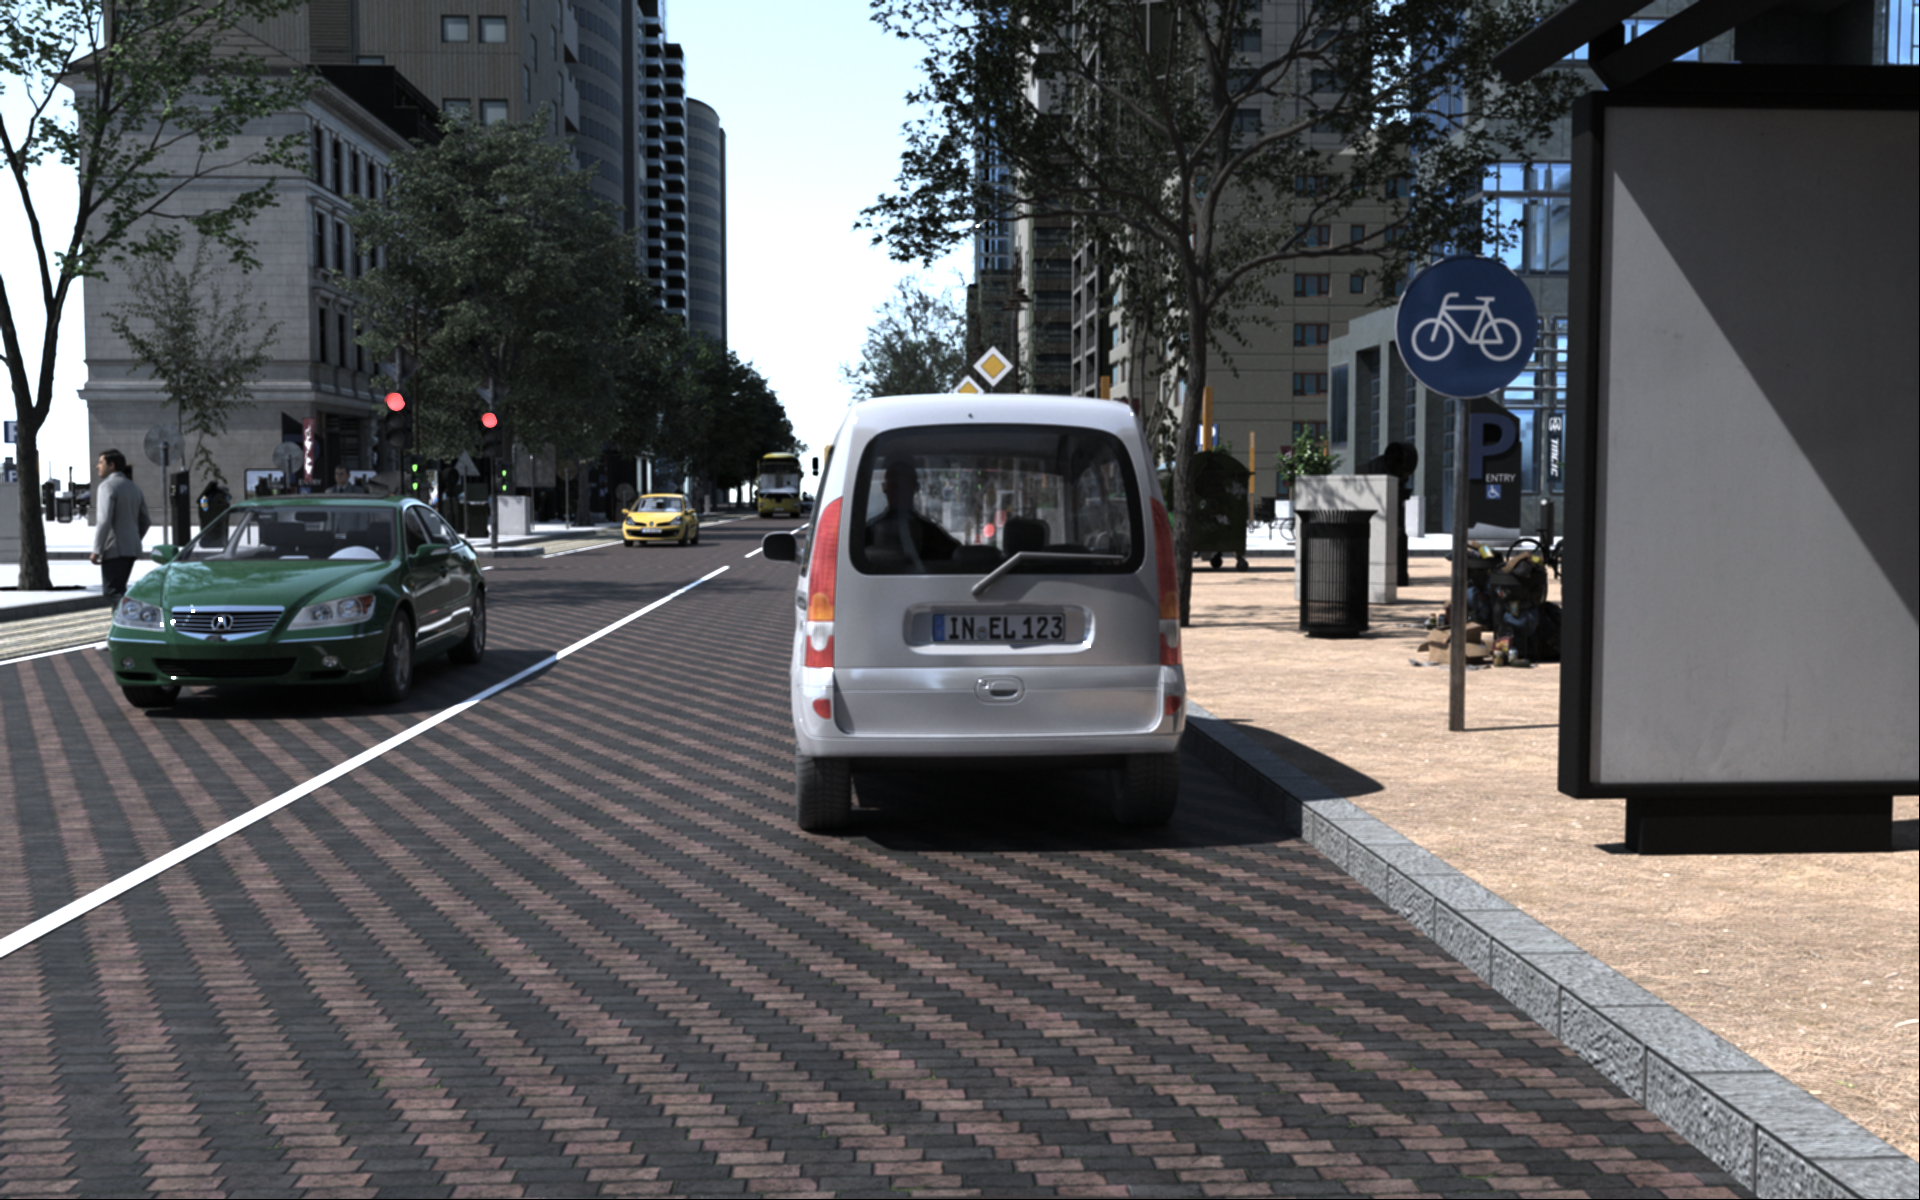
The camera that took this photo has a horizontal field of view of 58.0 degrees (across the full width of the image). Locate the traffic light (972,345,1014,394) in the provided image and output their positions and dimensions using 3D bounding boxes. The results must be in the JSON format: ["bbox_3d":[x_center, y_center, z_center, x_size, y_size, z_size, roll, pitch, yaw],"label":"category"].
[{"bbox_3d":[0.606,-2.687,32.850,0.839,4.253,0.868,0,4,-3],"label":"traffic light"}]

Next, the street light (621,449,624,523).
[{"bbox_3d":[-14.890,-6.337,76.393,0.468,5.910,1.993,0,4,-3],"label":"street light"}]

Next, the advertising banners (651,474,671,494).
[{"bbox_3d":[-17.738,-6.480,102.139,0.090,3.025,2.074,2,4,30],"label":"advertising banners"}]

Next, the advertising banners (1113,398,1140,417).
[{"bbox_3d":[2.277,-2.165,31.590,2.074,3.025,0.090,0,4,-1],"label":"advertising banners"}]

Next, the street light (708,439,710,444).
[{"bbox_3d":[-17.103,-8.813,116.886,0.468,5.910,1.993,0,4,-3],"label":"street light"}]

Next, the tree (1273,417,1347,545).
[{"bbox_3d":[8.626,-2.995,43.570,1.663,3.219,1.824,0,3,0],"label":"tree"}]

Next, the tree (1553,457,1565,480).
[{"bbox_3d":[16.578,-3.102,45.324,1.663,3.219,1.824,0,3,0],"label":"tree"}]

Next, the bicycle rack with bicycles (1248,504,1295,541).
[{"bbox_3d":[9.857,-2.062,47.101,2.925,0.926,2.852,-1,4,-16],"label":"bicycle rack with bicycles"}]

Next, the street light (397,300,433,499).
[{"bbox_3d":[-12.965,-4.194,41.358,0.468,5.910,1.993,0,4,-3],"label":"street light"}]

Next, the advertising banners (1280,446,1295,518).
[{"bbox_3d":[12.618,-4.074,62.792,2.074,3.025,0.090,0,4,-2],"label":"advertising banners"}]

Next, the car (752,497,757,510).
[{"bbox_3d":[-16.308,-8.308,144.624,1.959,1.807,4.718,0,4,-2],"label":"car"}]

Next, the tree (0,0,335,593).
[{"bbox_3d":[-12.352,-5.942,22.904,9.928,11.665,9.643,0,3,0],"label":"tree"}]

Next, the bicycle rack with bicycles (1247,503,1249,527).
[{"bbox_3d":[10.591,-3.151,64.894,2.925,0.926,2.852,-1,4,-22],"label":"bicycle rack with bicycles"}]

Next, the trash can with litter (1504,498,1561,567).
[{"bbox_3d":[10.612,-1.251,31.516,1.678,1.210,2.233,1,4,13],"label":"trash can with litter"}]

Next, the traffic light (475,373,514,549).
[{"bbox_3d":[-10.822,-3.137,40.211,0.839,4.253,0.868,0,4,-3],"label":"traffic light"}]

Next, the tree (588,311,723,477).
[{"bbox_3d":[-17.074,-10.372,95.339,9.928,11.665,9.643,0,3,0],"label":"tree"}]

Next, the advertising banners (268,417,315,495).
[{"bbox_3d":[-15.454,-2.684,40.079,2.074,3.025,0.090,3,5,40],"label":"advertising banners"}]

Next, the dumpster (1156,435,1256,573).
[{"bbox_3d":[4.041,-1.623,29.027,1.502,2.255,1.985,0,4,-3],"label":"dumpster"}]

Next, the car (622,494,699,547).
[{"bbox_3d":[-8.309,-2.325,48.242,2.015,1.641,3.980,0,4,-2],"label":"car"}]

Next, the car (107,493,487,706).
[{"bbox_3d":[-4.869,-0.092,13.306,2.131,1.459,4.920,0,4,-5],"label":"car"}]

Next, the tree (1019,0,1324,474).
[{"bbox_3d":[2.804,-4.512,24.138,4.360,8.622,3.978,0,3,0],"label":"tree"}]

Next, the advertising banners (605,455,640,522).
[{"bbox_3d":[-15.462,-5.034,78.493,2.074,3.025,0.090,-2,4,-35],"label":"advertising banners"}]

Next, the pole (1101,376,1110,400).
[{"bbox_3d":[2.516,-2.216,30.076,0.158,3.312,0.155,0,3,0],"label":"pole"}]

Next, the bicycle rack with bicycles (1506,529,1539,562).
[{"bbox_3d":[9.505,-0.728,25.280,2.925,0.926,2.852,1,4,17],"label":"bicycle rack with bicycles"}]

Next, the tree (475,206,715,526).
[{"bbox_3d":[-15.005,-9.291,68.913,9.611,12.733,9.660,0,3,0],"label":"tree"}]

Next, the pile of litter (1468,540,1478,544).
[{"bbox_3d":[5.009,-0.152,16.449,1.176,0.858,1.719,-2,4,-33],"label":"pile of litter"}]

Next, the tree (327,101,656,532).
[{"bbox_3d":[-14.728,-9.099,55.421,9.857,13.997,8.962,0,3,0],"label":"tree"}]

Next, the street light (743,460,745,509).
[{"bbox_3d":[-19.009,-10.972,152.175,0.468,5.910,1.993,0,4,-3],"label":"street light"}]

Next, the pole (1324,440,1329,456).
[{"bbox_3d":[13.911,-4.401,65.805,0.158,3.312,0.155,0,3,0],"label":"pole"}]

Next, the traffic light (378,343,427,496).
[{"bbox_3d":[-10.388,-2.649,32.238,0.839,4.253,0.868,0,4,-3],"label":"traffic light"}]

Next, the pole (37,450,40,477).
[{"bbox_3d":[-42.449,-5.255,79.757,0.158,3.312,0.155,0,3,0],"label":"pole"}]

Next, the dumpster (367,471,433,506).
[{"bbox_3d":[-14.353,-2.363,44.397,1.264,1.857,1.865,0,4,-3],"label":"dumpster"}]

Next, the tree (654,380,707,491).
[{"bbox_3d":[-17.336,-9.535,106.257,4.360,8.622,3.978,0,3,0],"label":"tree"}]

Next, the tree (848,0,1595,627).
[{"bbox_3d":[2.390,-5.009,16.308,7.601,10.594,8.767,1,4,20],"label":"tree"}]

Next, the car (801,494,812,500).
[{"bbox_3d":[-22.308,-14.965,254.894,2.015,1.641,3.980,0,4,-4],"label":"car"}]

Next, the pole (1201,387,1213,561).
[{"bbox_3d":[4.707,-2.393,32.977,0.158,3.312,0.155,0,3,0],"label":"pole"}]

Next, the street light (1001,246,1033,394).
[{"bbox_3d":[1.061,-3.653,32.510,0.468,5.910,1.993,0,4,-3],"label":"street light"}]

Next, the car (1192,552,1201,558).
[{"bbox_3d":[3.321,-1.713,36.811,4.718,1.807,1.959,0,4,-3],"label":"car"}]

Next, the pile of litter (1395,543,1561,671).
[{"bbox_3d":[4.042,0.039,13.325,1.719,0.858,1.176,-2,4,-34],"label":"pile of litter"}]

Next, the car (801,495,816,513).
[{"bbox_3d":[-11.236,-7.267,131.398,1.945,1.354,3.894,0,4,-5],"label":"car"}]

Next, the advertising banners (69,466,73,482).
[{"bbox_3d":[-55.196,-6.771,106.898,0.090,3.025,2.074,0,4,-2],"label":"advertising banners"}]

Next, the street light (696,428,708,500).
[{"bbox_3d":[-16.753,-8.480,111.432,0.468,5.910,1.993,0,4,-3],"label":"street light"}]

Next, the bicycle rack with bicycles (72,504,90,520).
[{"bbox_3d":[-43.246,-4.511,87.140,2.925,0.926,2.852,-1,4,-13],"label":"bicycle rack with bicycles"}]

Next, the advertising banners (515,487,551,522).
[{"bbox_3d":[-19.651,-5.044,78.650,2.074,3.025,0.090,-2,4,-27],"label":"advertising banners"}]

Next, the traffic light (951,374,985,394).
[{"bbox_3d":[0.172,-3.174,40.823,0.839,4.253,0.868,0,4,-3],"label":"traffic light"}]

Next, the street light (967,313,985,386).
[{"bbox_3d":[0.459,-4.383,44.444,0.468,5.910,1.993,0,4,-3],"label":"street light"}]

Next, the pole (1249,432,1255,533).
[{"bbox_3d":[9.554,-3.845,56.707,0.158,3.312,0.155,0,3,0],"label":"pole"}]

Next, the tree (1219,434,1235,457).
[{"bbox_3d":[7.749,-3.471,51.355,1.663,3.219,1.824,0,3,0],"label":"tree"}]
